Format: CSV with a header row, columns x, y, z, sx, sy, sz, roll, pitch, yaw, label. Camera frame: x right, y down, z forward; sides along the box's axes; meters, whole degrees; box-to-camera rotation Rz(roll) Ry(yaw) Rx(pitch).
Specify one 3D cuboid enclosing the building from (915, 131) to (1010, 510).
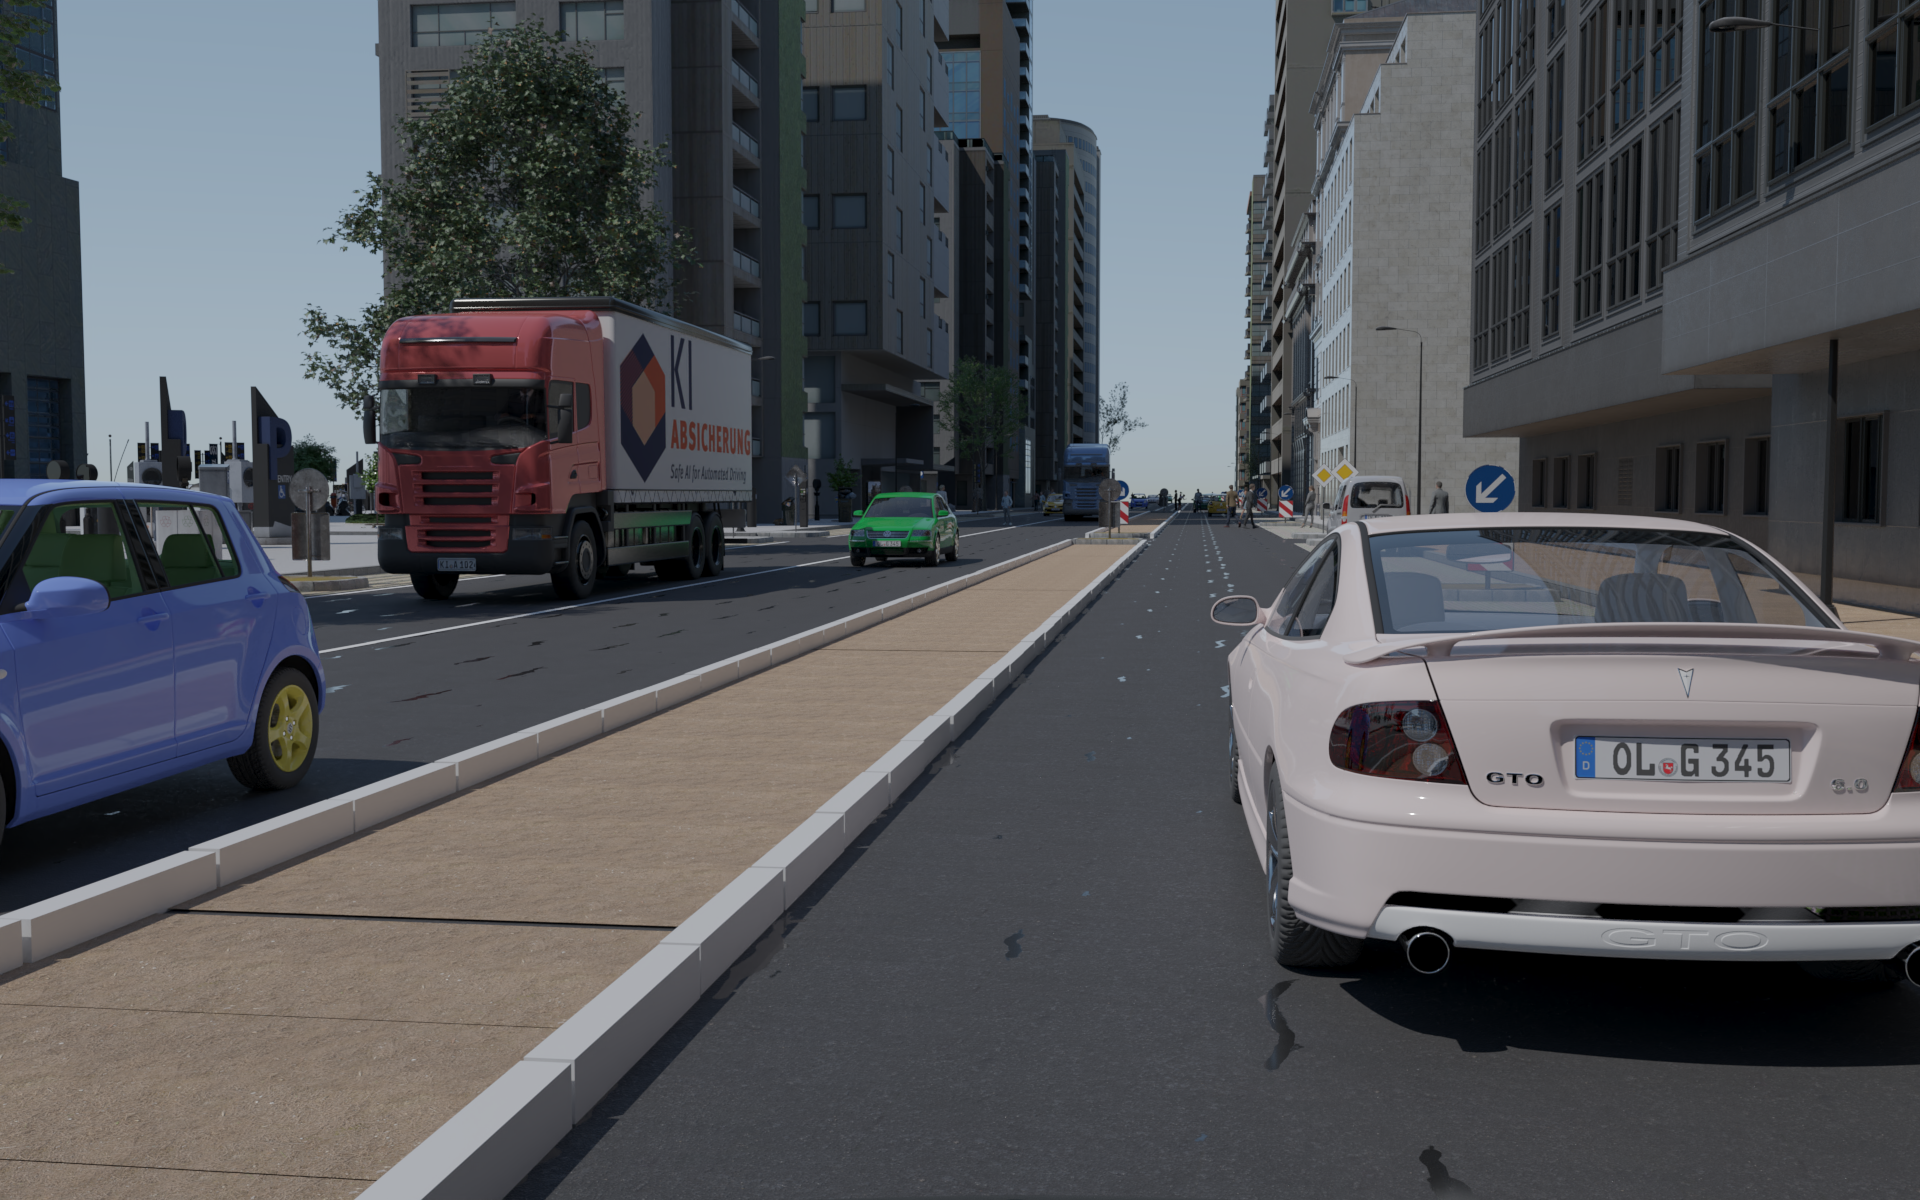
x,y,z,sx,sy,sz,roll,pitch,yaw,label
-3.662,-22.600,141.218,14.160,30.474,14.107,0,4,8,building

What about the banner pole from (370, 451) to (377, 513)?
x,y,z,sx,sy,sz,roll,pitch,yaw,label
-29.730,-6.031,88.630,0.863,3.779,0.401,2,4,34,banner pole

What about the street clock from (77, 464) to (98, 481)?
x,y,z,sx,sy,sz,roll,pitch,yaw,label
-20.857,-2.254,41.423,0.471,2.002,0.358,1,4,21,street clock

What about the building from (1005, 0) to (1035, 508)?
x,y,z,sx,sy,sz,roll,pitch,yaw,label
-2.841,-52.900,177.587,22.319,86.520,31.000,0,4,8,building

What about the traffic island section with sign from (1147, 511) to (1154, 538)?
x,y,z,sx,sy,sz,roll,pitch,yaw,label
5.265,-2.984,56.917,2.006,1.907,1.989,0,4,8,traffic island section with sign

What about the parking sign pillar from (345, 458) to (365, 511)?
x,y,z,sx,sy,sz,roll,pitch,yaw,label
-45.500,-8.663,130.119,1.447,3.967,1.447,-3,5,-43,parking sign pillar

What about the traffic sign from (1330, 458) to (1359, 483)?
x,y,z,sx,sy,sz,roll,pitch,yaw,label
10.733,-2.736,48.376,0.795,2.450,0.064,0,4,8,traffic sign

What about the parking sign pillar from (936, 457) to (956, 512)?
x,y,z,sx,sy,sz,roll,pitch,yaw,label
-1.027,-8.355,125.084,1.447,3.967,1.447,-1,4,-17,parking sign pillar

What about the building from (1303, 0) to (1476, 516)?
x,y,z,sx,sy,sz,roll,pitch,yaw,label
26.414,-18.903,94.968,13.634,28.700,20.117,0,4,8,building

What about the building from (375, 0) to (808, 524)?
x,y,z,sx,sy,sz,roll,pitch,yaw,label
-14.884,-23.816,72.979,14.154,41.232,14.086,0,4,8,building

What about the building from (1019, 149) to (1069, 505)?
x,y,z,sx,sy,sz,roll,pitch,yaw,label
5.041,-31.621,200.603,14.154,41.232,14.086,0,4,8,building

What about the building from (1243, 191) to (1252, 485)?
x,y,z,sx,sy,sz,roll,pitch,yaw,label
51.332,-36.029,243.700,22.147,44.769,28.867,0,4,8,building

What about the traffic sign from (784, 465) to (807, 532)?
x,y,z,sx,sy,sz,roll,pitch,yaw,label
-5.562,-3.366,58.681,0.795,2.450,0.064,0,4,8,traffic sign

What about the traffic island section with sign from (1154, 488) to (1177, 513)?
x,y,z,sx,sy,sz,roll,pitch,yaw,label
15.459,-7.537,131.364,2.006,1.907,1.989,0,4,8,traffic island section with sign

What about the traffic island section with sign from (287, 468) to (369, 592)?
x,y,z,sx,sy,sz,roll,pitch,yaw,label
-10.063,-1.066,26.055,1.989,1.847,2.006,0,4,8,traffic island section with sign

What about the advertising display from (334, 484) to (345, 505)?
x,y,z,sx,sy,sz,roll,pitch,yaw,label
-41.862,-6.824,116.793,0.123,1.923,0.974,2,4,30,advertising display

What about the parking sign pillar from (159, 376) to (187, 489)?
x,y,z,sx,sy,sz,roll,pitch,yaw,label
-18.305,-3.173,40.343,1.447,3.967,1.447,-1,4,-19,parking sign pillar

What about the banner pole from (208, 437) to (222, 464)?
x,y,z,sx,sy,sz,roll,pitch,yaw,label
-32.436,-5.237,75.648,0.401,3.779,0.863,2,4,26,banner pole

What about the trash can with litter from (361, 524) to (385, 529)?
x,y,z,sx,sy,sz,roll,pitch,yaw,label
-21.502,-3.310,65.169,2.233,1.210,1.678,2,4,24,trash can with litter

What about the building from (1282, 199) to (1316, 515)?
x,y,z,sx,sy,sz,roll,pitch,yaw,label
29.149,-16.879,117.775,13.314,21.916,24.055,0,4,8,building

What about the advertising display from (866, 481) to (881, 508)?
x,y,z,sx,sy,sz,roll,pitch,yaw,label
-4.174,-4.806,83.796,0.123,1.923,0.974,3,5,39,advertising display

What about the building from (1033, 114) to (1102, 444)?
x,y,z,sx,sy,sz,roll,pitch,yaw,label
10.489,-44.479,269.224,21.231,58.520,28.212,0,4,8,building

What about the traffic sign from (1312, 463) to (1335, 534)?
x,y,z,sx,sy,sz,roll,pitch,yaw,label
11.818,-3.220,56.287,0.795,2.450,0.064,0,4,8,traffic sign

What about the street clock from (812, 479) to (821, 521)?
x,y,z,sx,sy,sz,roll,pitch,yaw,label
-6.906,-4.835,83.626,0.358,2.002,0.471,-2,4,-35,street clock

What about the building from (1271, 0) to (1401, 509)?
x,y,z,sx,sy,sz,roll,pitch,yaw,label
36.397,-31.519,139.033,21.300,48.544,21.600,0,4,8,building

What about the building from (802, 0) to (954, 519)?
x,y,z,sx,sy,sz,roll,pitch,yaw,label
-15.438,-31.344,101.707,28.713,52.752,27.495,0,4,8,building

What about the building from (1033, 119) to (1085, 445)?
x,y,z,sx,sy,sz,roll,pitch,yaw,label
5.032,-37.004,228.709,21.300,48.544,21.600,0,4,8,building

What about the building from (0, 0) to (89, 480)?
x,y,z,sx,sy,sz,roll,pitch,yaw,label
-56.015,-46.657,75.512,31.000,86.520,22.319,0,4,8,building

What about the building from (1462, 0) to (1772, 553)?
x,y,z,sx,sy,sz,roll,pitch,yaw,label
19.030,-14.704,33.919,14.314,27.812,24.014,0,4,8,building

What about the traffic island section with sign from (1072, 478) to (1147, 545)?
x,y,z,sx,sy,sz,roll,pitch,yaw,label
4.249,-2.535,49.580,2.006,1.907,1.989,0,4,8,traffic island section with sign

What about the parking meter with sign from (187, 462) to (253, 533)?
x,y,z,sx,sy,sz,roll,pitch,yaw,label
-19.049,-2.937,44.273,1.738,3.016,0.543,-1,4,-14,parking meter with sign

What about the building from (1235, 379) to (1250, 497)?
x,y,z,sx,sy,sz,roll,pitch,yaw,label
57.655,-26.153,272.644,27.650,21.520,28.899,0,4,8,building

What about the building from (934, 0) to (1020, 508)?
x,y,z,sx,sy,sz,roll,pitch,yaw,label
-2.269,-30.905,155.409,14.600,45.320,14.200,0,4,8,building

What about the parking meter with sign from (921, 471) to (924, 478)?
x,y,z,sx,sy,sz,roll,pitch,yaw,label
-3.315,-8.178,129.975,0.543,3.016,1.738,1,4,22,parking meter with sign

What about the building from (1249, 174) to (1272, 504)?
x,y,z,sx,sy,sz,roll,pitch,yaw,label
44.452,-32.994,223.042,14.154,41.232,14.086,0,4,8,building

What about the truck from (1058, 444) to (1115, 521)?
x,y,z,sx,sy,sz,roll,pitch,yaw,label
7.462,-6.652,98.521,2.967,4.110,18.799,0,4,6,truck

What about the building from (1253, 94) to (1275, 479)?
x,y,z,sx,sy,sz,roll,pitch,yaw,label
44.408,-34.795,188.506,23.786,49.044,30.456,0,4,8,building

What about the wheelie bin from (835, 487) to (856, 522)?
x,y,z,sx,sy,sz,roll,pitch,yaw,label
-5.177,-4.314,78.450,0.980,1.594,0.693,0,4,1,wheelie bin

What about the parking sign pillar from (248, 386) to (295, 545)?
x,y,z,sx,sy,sz,roll,pitch,yaw,label
-17.432,-3.395,43.984,1.447,3.967,1.447,0,4,7,parking sign pillar

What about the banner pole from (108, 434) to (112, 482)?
x,y,z,sx,sy,sz,roll,pitch,yaw,label
-35.523,-5.043,72.471,0.401,3.779,0.863,-2,4,-24,banner pole

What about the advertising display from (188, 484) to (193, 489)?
x,y,z,sx,sy,sz,roll,pitch,yaw,label
-49.295,-6.490,111.328,0.974,1.923,0.123,3,4,37,advertising display

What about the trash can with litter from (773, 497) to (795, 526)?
x,y,z,sx,sy,sz,roll,pitch,yaw,label
-7.155,-3.600,70.248,1.055,1.170,0.624,2,4,35,trash can with litter

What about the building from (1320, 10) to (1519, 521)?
x,y,z,sx,sy,sz,roll,pitch,yaw,label
22.018,-13.600,77.107,10.420,20.320,16.860,0,4,8,building

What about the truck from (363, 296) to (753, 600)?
x,y,z,sx,sy,sz,roll,pitch,yaw,label
-5.803,-2.329,26.993,2.839,4.237,11.283,0,4,7,truck

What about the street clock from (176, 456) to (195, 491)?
x,y,z,sx,sy,sz,roll,pitch,yaw,label
-14.834,-1.748,33.153,0.358,2.002,0.471,-2,4,-30,street clock

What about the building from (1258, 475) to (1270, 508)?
x,y,z,sx,sy,sz,roll,pitch,yaw,label
44.481,-28.701,161.149,32.217,40.220,23.993,0,4,8,building

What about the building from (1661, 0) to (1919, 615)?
x,y,z,sx,sy,sz,roll,pitch,yaw,label
14.047,-11.471,6.620,14.314,24.678,30.058,0,4,8,building

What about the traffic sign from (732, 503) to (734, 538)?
x,y,z,sx,sy,sz,roll,pitch,yaw,label
-6.646,-2.882,50.769,0.795,2.450,0.064,0,4,8,traffic sign

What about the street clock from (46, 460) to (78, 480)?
x,y,z,sx,sy,sz,roll,pitch,yaw,label
-19.383,-2.000,37.267,0.471,2.002,0.358,2,4,26,street clock
